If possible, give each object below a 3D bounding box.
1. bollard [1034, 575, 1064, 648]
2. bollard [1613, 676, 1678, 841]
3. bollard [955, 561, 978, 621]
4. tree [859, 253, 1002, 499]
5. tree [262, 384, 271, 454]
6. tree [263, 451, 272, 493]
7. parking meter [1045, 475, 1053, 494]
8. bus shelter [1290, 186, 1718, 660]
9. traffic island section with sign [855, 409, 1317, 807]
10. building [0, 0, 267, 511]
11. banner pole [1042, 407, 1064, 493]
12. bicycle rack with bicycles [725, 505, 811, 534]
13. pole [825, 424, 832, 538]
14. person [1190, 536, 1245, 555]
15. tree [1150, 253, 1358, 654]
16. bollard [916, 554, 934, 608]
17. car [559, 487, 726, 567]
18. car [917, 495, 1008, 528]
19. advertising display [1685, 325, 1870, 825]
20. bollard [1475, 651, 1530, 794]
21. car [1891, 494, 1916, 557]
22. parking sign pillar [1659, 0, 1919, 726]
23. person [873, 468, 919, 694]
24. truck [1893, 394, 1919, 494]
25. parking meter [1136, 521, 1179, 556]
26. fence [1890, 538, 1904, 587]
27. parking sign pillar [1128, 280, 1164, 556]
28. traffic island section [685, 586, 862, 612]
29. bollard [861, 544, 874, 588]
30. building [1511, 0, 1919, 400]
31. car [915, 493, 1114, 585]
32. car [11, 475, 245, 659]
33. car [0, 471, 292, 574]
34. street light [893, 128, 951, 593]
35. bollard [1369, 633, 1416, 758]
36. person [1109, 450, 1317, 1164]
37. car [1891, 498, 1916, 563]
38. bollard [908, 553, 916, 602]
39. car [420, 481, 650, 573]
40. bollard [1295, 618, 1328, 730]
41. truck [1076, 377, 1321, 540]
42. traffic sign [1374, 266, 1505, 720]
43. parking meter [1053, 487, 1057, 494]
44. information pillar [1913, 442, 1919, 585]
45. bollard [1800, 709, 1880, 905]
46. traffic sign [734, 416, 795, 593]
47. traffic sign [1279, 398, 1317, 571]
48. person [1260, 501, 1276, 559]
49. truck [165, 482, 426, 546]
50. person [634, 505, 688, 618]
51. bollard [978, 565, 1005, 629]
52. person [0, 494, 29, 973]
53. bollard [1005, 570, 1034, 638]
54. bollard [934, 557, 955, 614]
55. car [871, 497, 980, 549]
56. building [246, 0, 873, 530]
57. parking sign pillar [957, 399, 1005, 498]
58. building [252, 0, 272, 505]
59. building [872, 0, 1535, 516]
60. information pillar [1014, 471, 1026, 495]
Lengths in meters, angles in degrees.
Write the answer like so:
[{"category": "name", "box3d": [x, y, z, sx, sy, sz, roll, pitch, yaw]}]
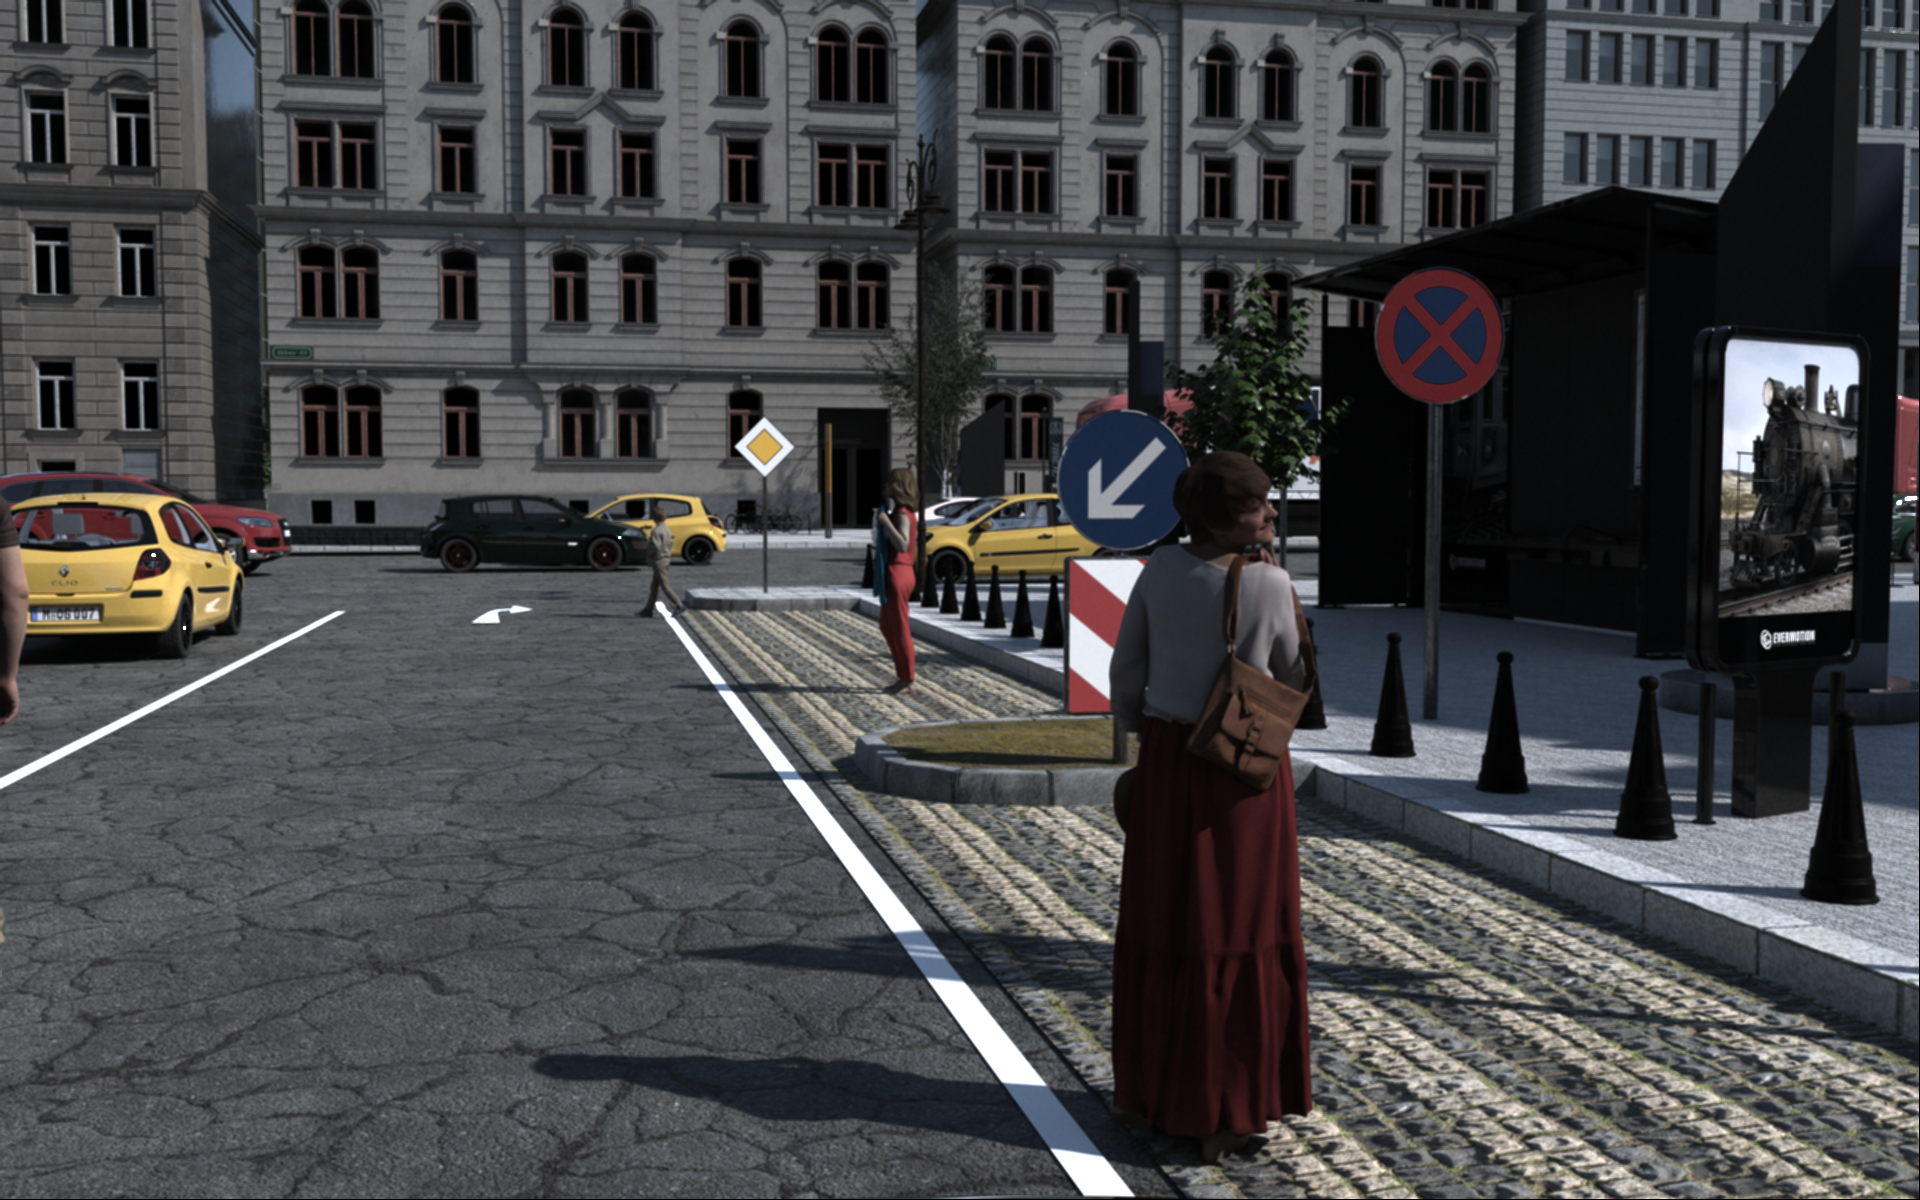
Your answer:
[{"category": "bollard", "box3d": [0.788, 0.091, 14.558, 0.229, 0.601, 0.229, 0, 3, 0]}, {"category": "bollard", "box3d": [2.577, 0.584, 6.497, 0.229, 0.601, 0.229, 0, 3, 0]}, {"category": "bollard", "box3d": [0.113, -0.095, 17.598, 0.229, 0.601, 0.229, 0, 3, 0]}, {"category": "tree", "box3d": [-0.660, -6.276, 52.971, 4.360, 8.622, 3.978, 0, 3, 0]}, {"category": "tree", "box3d": [-48.508, -11.709, 125.855, 7.601, 10.594, 8.767, -3, 5, -42]}, {"category": "tree", "box3d": [-46.238, -7.958, 113.835, 4.285, 4.588, 4.351, 0, 3, 0]}, {"category": "parking meter", "box3d": [2.661, -2.851, 52.321, 0.255, 1.863, 0.399, 0, 4, 5]}, {"category": "bus shelter", "box3d": [5.145, -1.540, 16.458, 1.731, 3.624, 6.357, -1, 4, -12]}, {"category": "traffic island section with sign", "box3d": [0.507, -0.015, 8.869, 1.989, 1.847, 2.006, -1, 4, -12]}, {"category": "building", "box3d": [-37.887, -16.017, 59.143, 25.104, 27.353, 12.463, -1, 4, -12]}, {"category": "banner pole", "box3d": [2.614, -3.658, 49.829, 0.863, 3.779, 0.401, 2, 4, 33]}, {"category": "bicycle rack with bicycles", "box3d": [-6.305, -2.635, 56.465, 2.925, 0.926, 2.852, -2, 4, -32]}, {"category": "pole", "box3d": [-3.816, -3.448, 50.211, 0.158, 3.312, 0.155, 0, 3, 0]}, {"category": "person", "box3d": [3.873, -0.769, 26.574, 1.012, 1.151, 0.738, 0, 4, -3]}, {"category": "tree", "box3d": [2.500, -1.189, 14.043, 1.663, 3.219, 1.824, 0, 3, 0]}, {"category": "bollard", "box3d": [-0.339, -0.220, 19.635, 0.229, 0.601, 0.229, 0, 3, 0]}, {"category": "car", "box3d": [-6.765, -1.527, 35.187, 3.980, 1.641, 2.015, -1, 4, -13]}, {"category": "car", "box3d": [0.665, -1.427, 35.339, 4.499, 1.417, 2.014, -1, 4, -11]}, {"category": "advertising display", "box3d": [3.263, -0.104, 6.913, 0.974, 1.923, 0.123, -2, 4, -31]}, {"category": "bollard", "box3d": [2.355, 0.522, 7.500, 0.229, 0.601, 0.229, 0, 3, 0]}, {"category": "car", "box3d": [22.317, -1.751, 40.425, 4.920, 1.459, 2.131, -1, 4, -12]}, {"category": "parking sign pillar", "box3d": [4.939, -1.328, 10.184, 1.447, 3.967, 1.447, 0, 4, -3]}, {"category": "person", "box3d": [-0.470, -0.131, 12.341, 0.444, 1.614, 0.593, 2, 4, 25]}, {"category": "truck", "box3d": [21.261, -3.415, 44.756, 11.283, 4.237, 2.839, -1, 4, -12]}, {"category": "parking meter", "box3d": [1.916, -0.683, 16.885, 0.399, 1.863, 0.255, 2, 4, 35]}, {"category": "fence", "box3d": [12.683, -0.580, 24.858, 0.278, 0.683, 2.069, -1, 4, -11]}, {"category": "parking sign pillar", "box3d": [2.393, -2.086, 22.582, 1.447, 3.967, 1.447, 0, 4, 6]}, {"category": "traffic island section", "box3d": [-2.498, -0.010, 22.438, 2.009, 0.180, 2.903, -1, 4, -12]}, {"category": "bollard", "box3d": [-1.241, -0.468, 23.691, 0.229, 0.601, 0.229, 0, 3, 0]}, {"category": "building", "box3d": [35.695, -18.202, 75.090, 29.804, 29.767, 11.434, -1, 4, -12]}, {"category": "car", "box3d": [0.801, -1.065, 27.639, 3.980, 1.641, 2.015, -1, 4, -12]}, {"category": "car", "box3d": [-7.893, -0.370, 16.279, 2.015, 1.641, 3.980, -1, 4, -13]}, {"category": "car", "box3d": [-14.383, -1.300, 29.932, 5.304, 1.827, 2.281, -1, 4, -12]}, {"category": "street light", "box3d": [-0.499, -3.034, 22.396, 0.468, 5.910, 1.993, -1, 4, -12]}, {"category": "bollard", "box3d": [2.130, 0.460, 8.516, 0.229, 0.601, 0.229, 0, 3, 0]}, {"category": "person", "box3d": [0.533, 0.438, 3.802, 0.523, 1.526, 0.387, 3, 5, 40]}, {"category": "car", "box3d": [21.228, -1.562, 37.342, 4.920, 1.459, 2.131, -1, 4, -13]}, {"category": "bollard", "box3d": [-0.562, -0.281, 20.637, 0.229, 0.601, 0.229, 0, 3, 0]}, {"category": "car", "box3d": [-7.888, -1.380, 32.355, 4.222, 1.686, 2.009, -1, 4, -11]}, {"category": "bollard", "box3d": [1.907, 0.399, 9.518, 0.229, 0.601, 0.229, 0, 3, 0]}, {"category": "truck", "box3d": [7.778, -3.292, 42.732, 11.283, 4.237, 2.839, -1, 4, -11]}, {"category": "traffic sign", "box3d": [2.684, -0.593, 9.804, 0.768, 2.556, 0.104, -1, 4, -8]}, {"category": "parking meter", "box3d": [3.137, -3.102, 59.121, 0.372, 1.533, 0.369, 0, 3, 0]}, {"category": "information pillar", "box3d": [13.705, -1.219, 24.427, 0.304, 2.012, 0.304, 0, 4, -2]}, {"category": "bollard", "box3d": [2.800, 0.645, 5.495, 0.229, 0.601, 0.229, 0, 3, 0]}, {"category": "traffic sign", "box3d": [-2.519, -1.145, 22.356, 0.795, 2.450, 0.064, -1, 4, -12]}, {"category": "traffic sign", "box3d": [3.832, -1.248, 20.507, 0.768, 2.556, 0.104, 0, 4, -3]}, {"category": "person", "box3d": [5.801, -1.226, 32.813, 0.640, 1.303, 0.475, -1, 4, -20]}, {"category": "truck", "box3d": [-17.278, -3.102, 40.471, 18.799, 4.110, 2.967, -1, 4, -12]}, {"category": "person", "box3d": [-3.459, -0.441, 19.981, 0.640, 1.303, 0.475, 0, 4, -1]}, {"category": "bollard", "box3d": [0.335, -0.034, 16.596, 0.229, 0.601, 0.229, 0, 3, 0]}, {"category": "person", "box3d": [-2.998, 0.224, 4.970, 0.434, 1.807, 0.598, 3, 5, 40]}, {"category": "bollard", "box3d": [0.562, 0.029, 15.570, 0.229, 0.601, 0.229, 0, 3, 0]}, {"category": "bollard", "box3d": [-0.115, -0.158, 18.617, 0.229, 0.601, 0.229, 0, 3, 0]}, {"category": "car", "box3d": [0.472, -1.537, 37.489, 4.827, 1.381, 2.083, -1, 4, -14]}, {"category": "building", "box3d": [-13.651, -17.018, 65.637, 23.554, 28.519, 14.401, -1, 4, -12]}, {"category": "parking sign pillar", "box3d": [0.599, -3.726, 49.395, 1.447, 3.967, 1.447, -1, 4, -16]}, {"category": "building", "box3d": [-90.235, -47.460, 214.226, 20.611, 71.187, 20.563, -1, 4, -12]}, {"category": "building", "box3d": [9.363, -17.324, 70.644, 23.554, 28.519, 14.401, -1, 4, -12]}, {"category": "information pillar", "box3d": [1.952, -3.174, 56.386, 0.304, 2.012, 0.304, -2, 4, -24]}]
